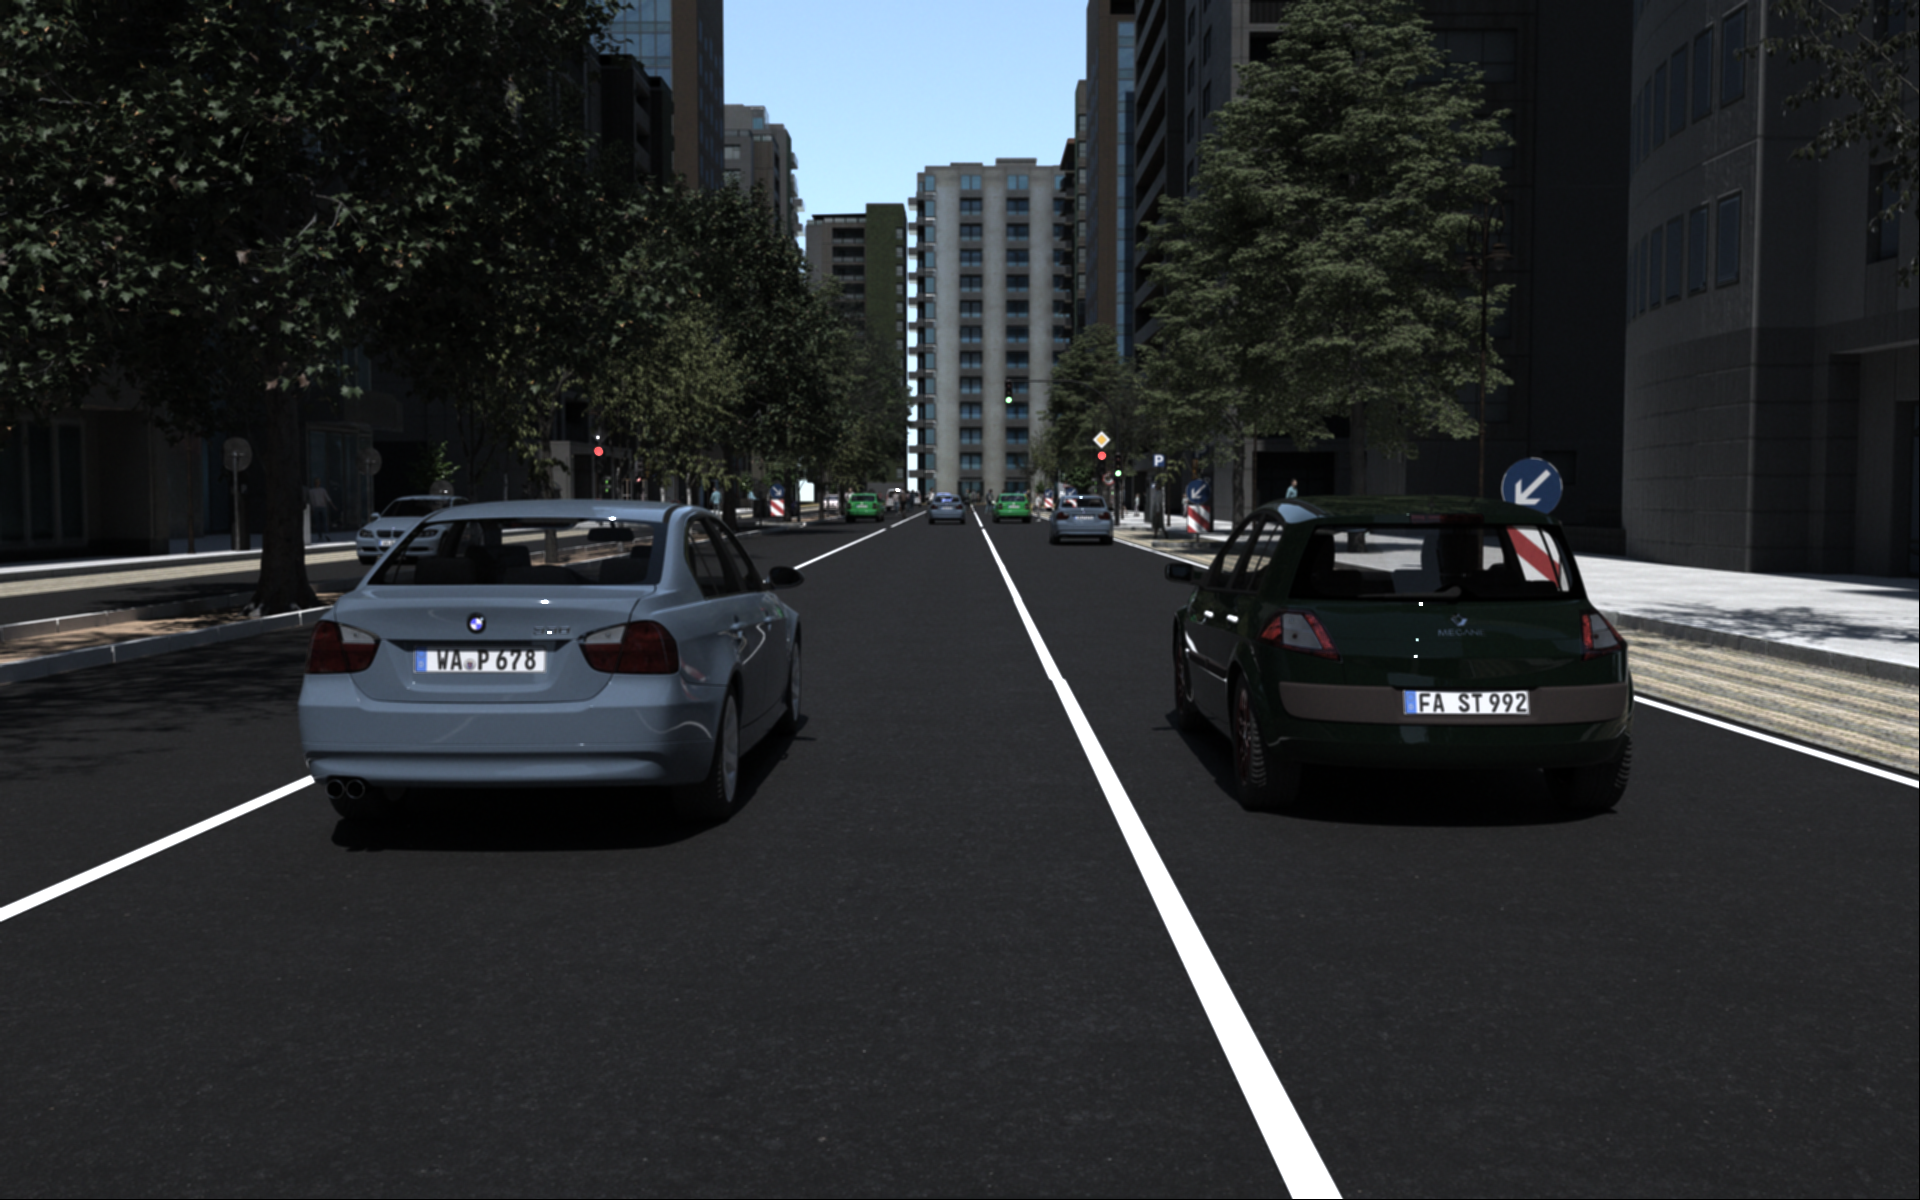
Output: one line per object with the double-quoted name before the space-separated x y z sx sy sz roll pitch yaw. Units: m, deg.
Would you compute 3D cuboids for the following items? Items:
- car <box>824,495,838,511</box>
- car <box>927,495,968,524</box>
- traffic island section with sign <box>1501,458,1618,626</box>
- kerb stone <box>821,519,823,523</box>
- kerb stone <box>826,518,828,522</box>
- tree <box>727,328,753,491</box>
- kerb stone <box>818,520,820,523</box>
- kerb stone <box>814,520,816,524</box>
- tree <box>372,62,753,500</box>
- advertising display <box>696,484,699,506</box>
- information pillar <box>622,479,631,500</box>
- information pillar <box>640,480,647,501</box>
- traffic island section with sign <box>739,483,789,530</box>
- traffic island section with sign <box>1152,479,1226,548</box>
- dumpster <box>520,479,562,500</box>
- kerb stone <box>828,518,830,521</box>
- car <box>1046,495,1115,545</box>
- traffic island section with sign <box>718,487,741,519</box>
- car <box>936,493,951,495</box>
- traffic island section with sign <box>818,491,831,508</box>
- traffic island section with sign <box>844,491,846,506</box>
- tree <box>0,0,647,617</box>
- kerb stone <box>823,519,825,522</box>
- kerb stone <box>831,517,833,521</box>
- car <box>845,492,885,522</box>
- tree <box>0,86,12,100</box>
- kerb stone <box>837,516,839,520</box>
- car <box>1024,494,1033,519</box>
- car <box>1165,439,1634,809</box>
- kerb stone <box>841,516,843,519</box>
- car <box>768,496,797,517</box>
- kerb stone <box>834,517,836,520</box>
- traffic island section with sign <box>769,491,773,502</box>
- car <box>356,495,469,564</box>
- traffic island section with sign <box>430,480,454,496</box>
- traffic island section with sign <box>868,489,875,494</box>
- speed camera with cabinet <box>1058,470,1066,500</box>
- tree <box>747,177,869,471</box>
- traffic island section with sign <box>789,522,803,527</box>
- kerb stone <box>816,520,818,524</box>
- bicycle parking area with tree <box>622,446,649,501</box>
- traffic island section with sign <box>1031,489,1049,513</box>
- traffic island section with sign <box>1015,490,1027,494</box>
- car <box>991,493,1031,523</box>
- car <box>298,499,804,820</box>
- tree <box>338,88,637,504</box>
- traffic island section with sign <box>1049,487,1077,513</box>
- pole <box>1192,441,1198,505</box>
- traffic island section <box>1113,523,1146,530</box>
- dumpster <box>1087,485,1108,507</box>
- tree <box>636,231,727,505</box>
"car" -10.972 -8.376 149.315 2.083 1.381 4.827 0 4 0
"car" -0.618 -4.376 83.549 2.014 1.417 4.499 0 3 0
"traffic island section with sign" 6.120 -0.673 19.631 1.989 1.847 2.006 0 4 0
"kerb stone" -6.970 -3.856 85.383 0.120 0.150 1.000 0 4 0
"kerb stone" -6.961 -4.048 88.460 0.120 0.150 1.000 0 4 0
"tree" -8.080 -5.762 47.033 4.737 8.622 4.395 0 3 0
"kerb stone" -6.979 -3.738 83.338 0.120 0.150 1.000 0 4 0
"kerb stone" -6.991 -3.614 81.288 0.120 0.150 1.000 0 4 0
"tree" -8.331 -6.031 35.471 8.767 10.594 7.601 0 4 0
"advertising display" -16.294 -6.250 107.398 0.123 1.923 0.974 0 4 -7
"information pillar" -16.671 -5.026 86.667 0.304 2.012 0.304 2 4 26
"information pillar" -16.165 -5.129 88.346 0.304 2.012 0.304 2 4 29
"traffic island section with sign" -8.069 -3.749 69.427 2.006 1.907 1.989 0 4 0
"traffic island section with sign" 6.202 -2.322 46.586 1.989 1.847 2.006 0 4 0
"dumpster" -16.442 -3.807 68.002 1.264 1.857 1.865 0 4 0
"kerb stone" -6.956 -4.113 89.482 0.120 0.150 1.000 0 4 0
"car" 3.494 -2.333 50.149 2.014 1.417 4.499 0 4 2
"traffic island section with sign" -13.925 -5.699 101.801 1.989 1.847 2.006 0 4 0
"car" -1.221 -7.438 131.202 1.945 1.707 3.694 0 4 1
"traffic island section with sign" -13.673 -10.429 179.135 1.989 1.847 2.006 0 4 0
"traffic island section with sign" -13.586 -12.105 206.549 1.989 1.847 2.006 0 4 0
"tree" -7.983 -6.163 20.228 9.611 12.733 9.660 0 3 0
"kerb stone" -6.966 -3.927 86.407 0.120 0.150 1.000 0 4 0
"kerb stone" -6.942 -4.241 91.529 0.120 0.150 1.000 0 4 0
"car" -4.870 -4.912 89.109 1.959 1.807 4.718 0 4 1
"tree" -8.070 -5.807 7.770 12.009 13.543 11.850 0 3 0
"kerb stone" -6.945 -4.493 95.660 0.120 0.150 1.000 0 4 0
"car" 3.267 -5.536 100.739 2.015 1.641 3.980 0 4 0
"car" 2.156 0.032 9.271 2.009 1.686 4.222 0 4 1
"kerb stone" -6.933 -4.675 98.735 0.120 0.150 1.000 0 4 0
"car" -11.113 -5.892 108.908 1.945 1.354 3.894 0 3 0
"kerb stone" -6.950 -4.367 93.600 0.120 0.150 1.000 0 4 0
"traffic island section with sign" -13.840 -7.347 128.756 1.989 1.847 2.006 0 4 0
"car" -11.368 -1.523 36.911 2.014 1.417 4.499 0 4 0
"traffic island section with sign" -14.112 -2.334 46.782 1.989 1.847 2.006 0 4 0
"traffic island section with sign" -7.794 -8.797 151.972 2.006 1.907 1.989 0 4 0
"speed camera with cabinet" 8.370 -9.048 142.269 0.660 3.252 2.038 0 4 2
"tree" -8.120 -8.636 60.670 9.611 12.733 9.660 0 3 0
"traffic island section with sign" -8.035 -4.202 76.834 2.006 1.907 1.989 0 4 0
"kerb stone" -6.983 -3.677 82.316 0.120 0.150 1.000 0 4 0
"bicycle parking area with tree" -22.680 -7.185 104.470 8.231 4.147 9.016 1 4 14
"traffic island section with sign" 6.487 -7.410 129.774 1.989 1.847 2.006 0 4 0
"traffic island section with sign" 6.654 -10.413 178.879 1.989 1.847 2.006 0 4 0
"car" 2.561 -4.752 86.488 1.959 1.807 4.718 0 4 -1
"car" -1.855 0.190 8.903 2.014 1.417 4.499 0 4 1
"tree" -7.971 -4.604 28.096 4.737 8.622 4.395 0 3 0
"traffic island section with sign" 6.397 -5.694 101.724 1.989 1.847 2.006 0 4 0
"pole" 8.845 -4.369 65.279 0.158 3.312 0.155 0 3 0
"traffic island section" 6.280 -2.866 69.140 2.009 0.180 2.903 0 4 0
"dumpster" 8.424 -6.100 105.501 1.264 1.857 1.865 0 4 0
"tree" -8.242 -5.441 41.787 4.737 8.622 4.395 0 3 0
